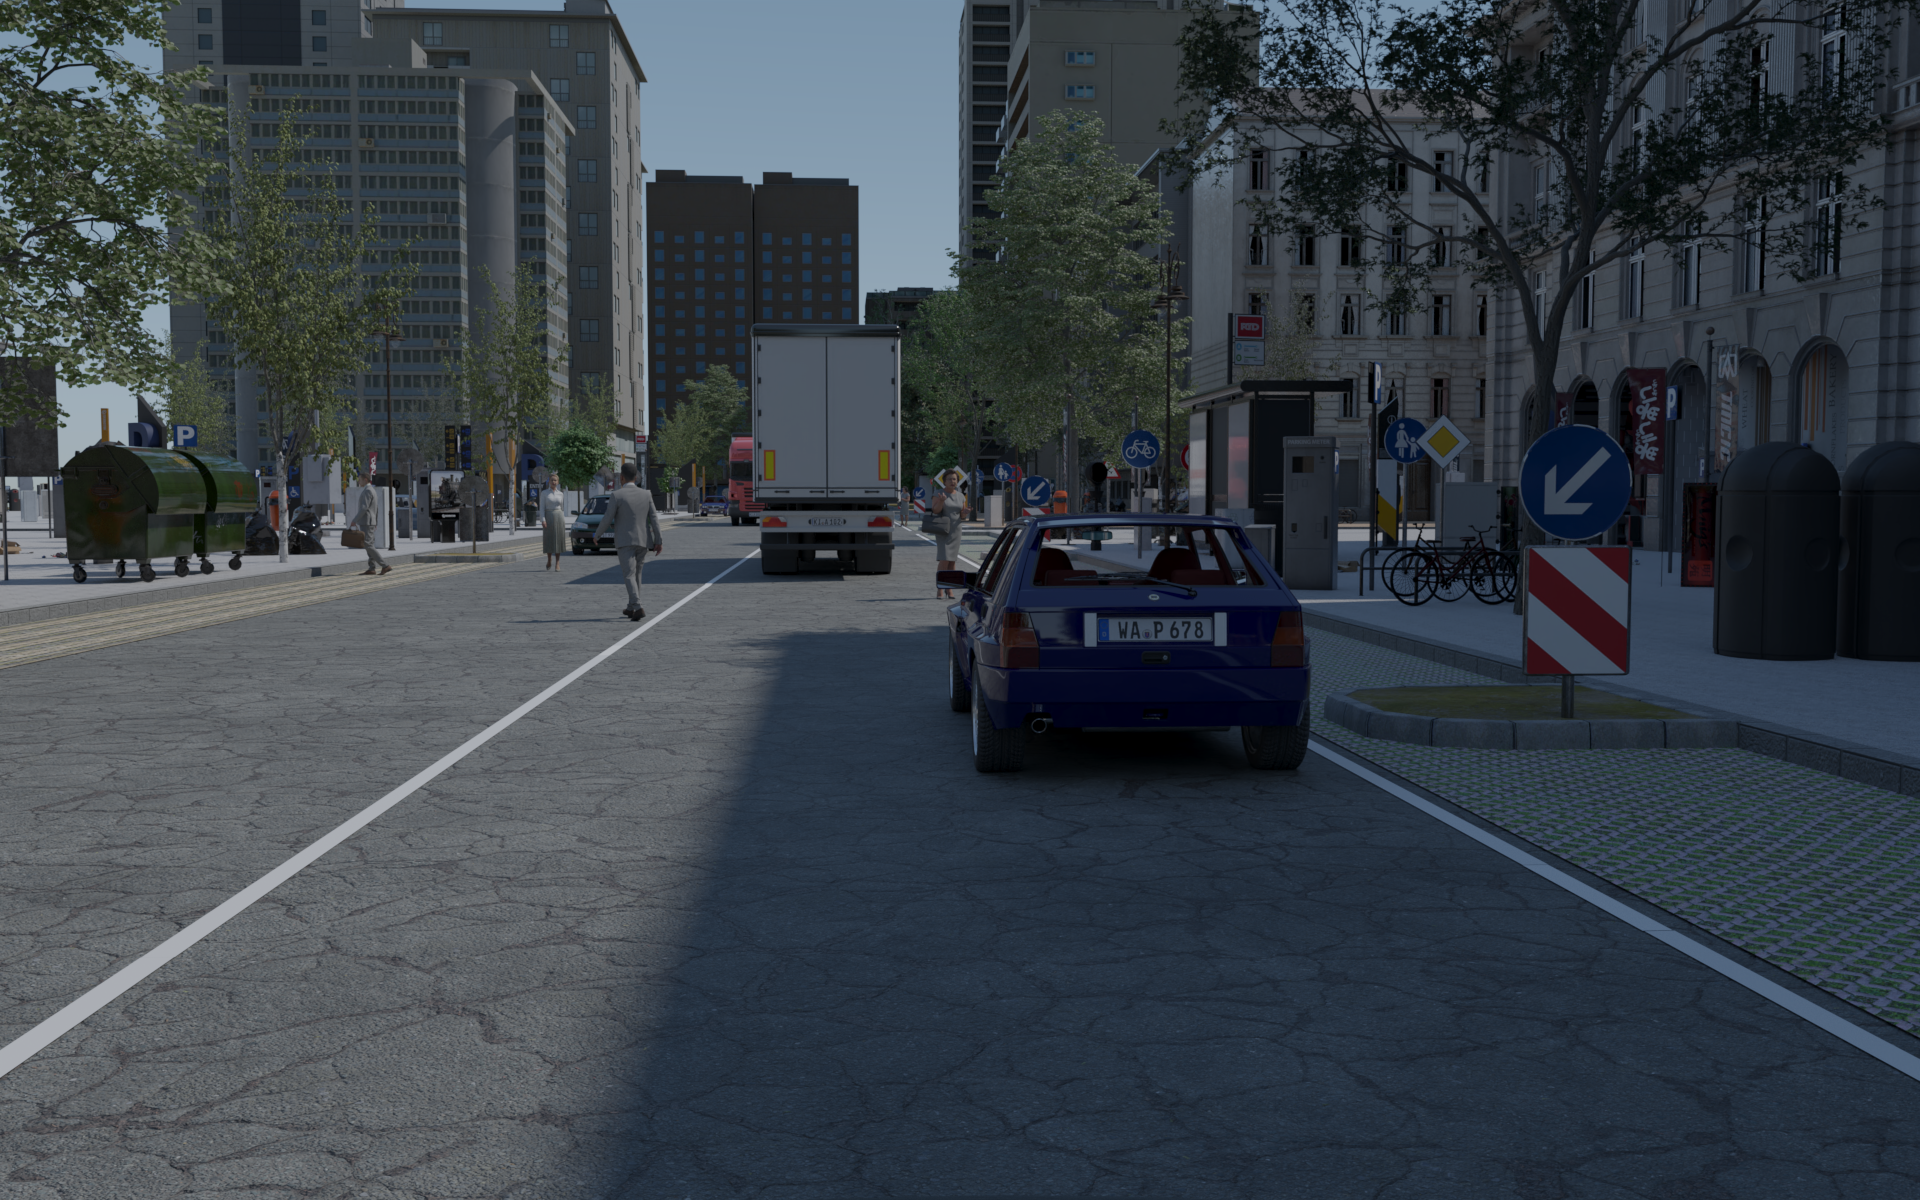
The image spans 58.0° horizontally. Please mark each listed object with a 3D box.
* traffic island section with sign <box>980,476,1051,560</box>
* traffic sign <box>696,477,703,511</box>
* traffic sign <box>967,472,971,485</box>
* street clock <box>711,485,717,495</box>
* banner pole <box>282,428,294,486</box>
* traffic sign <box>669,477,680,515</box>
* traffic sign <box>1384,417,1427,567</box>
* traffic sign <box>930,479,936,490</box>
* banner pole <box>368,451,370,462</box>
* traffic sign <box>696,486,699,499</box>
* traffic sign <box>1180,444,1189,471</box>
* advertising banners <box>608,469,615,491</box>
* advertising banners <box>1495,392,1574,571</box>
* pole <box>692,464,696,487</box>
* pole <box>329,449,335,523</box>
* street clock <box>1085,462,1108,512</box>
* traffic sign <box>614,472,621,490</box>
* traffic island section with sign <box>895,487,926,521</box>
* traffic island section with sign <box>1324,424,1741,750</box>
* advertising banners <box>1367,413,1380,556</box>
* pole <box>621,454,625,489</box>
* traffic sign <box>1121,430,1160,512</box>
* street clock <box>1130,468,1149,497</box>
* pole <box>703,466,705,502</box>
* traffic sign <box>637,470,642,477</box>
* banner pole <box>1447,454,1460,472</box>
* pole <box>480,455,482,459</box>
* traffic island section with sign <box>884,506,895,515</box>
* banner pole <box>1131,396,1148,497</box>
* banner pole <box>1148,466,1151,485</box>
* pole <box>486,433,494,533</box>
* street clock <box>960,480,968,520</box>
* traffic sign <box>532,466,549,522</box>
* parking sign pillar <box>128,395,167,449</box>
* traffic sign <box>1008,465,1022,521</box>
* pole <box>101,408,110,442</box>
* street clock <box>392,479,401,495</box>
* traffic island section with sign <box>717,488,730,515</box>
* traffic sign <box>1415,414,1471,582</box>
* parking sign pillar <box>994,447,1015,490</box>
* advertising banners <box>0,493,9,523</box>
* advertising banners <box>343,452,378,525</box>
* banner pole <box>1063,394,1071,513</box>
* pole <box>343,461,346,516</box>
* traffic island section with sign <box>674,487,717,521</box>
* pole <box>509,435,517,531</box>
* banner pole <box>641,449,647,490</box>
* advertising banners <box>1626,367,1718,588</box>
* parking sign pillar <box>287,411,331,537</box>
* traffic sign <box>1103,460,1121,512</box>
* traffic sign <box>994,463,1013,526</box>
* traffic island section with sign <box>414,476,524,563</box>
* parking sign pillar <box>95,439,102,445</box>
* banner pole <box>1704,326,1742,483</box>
[{"bbox_3d":[1.468,-1.785,37.815,1.989,1.847,2.006,0,4,-4],"label":"traffic island section with sign"},{"bbox_3d":[-19.278,-7.822,127.991,0.768,2.556,0.104,0,4,0],"label":"traffic sign"},{"bbox_3d":[0.650,-6.059,99.175,0.768,2.556,0.104,0,4,5],"label":"traffic sign"},{"bbox_3d":[-20.098,-8.374,141.476,0.358,2.002,0.471,2,4,29],"label":"street clock"},{"bbox_3d":[-25.638,-4.657,66.155,0.863,3.779,0.401,0,4,6],"label":"banner pole"},{"bbox_3d":[-17.099,-6.216,103.755,0.606,2.300,0.079,0,4,0],"label":"traffic sign"},{"bbox_3d":[7.425,-1.760,28.879,0.768,2.556,0.104,0,4,-4],"label":"traffic sign"},{"bbox_3d":[-1.668,-7.291,119.318,0.768,2.556,0.104,0,4,4],"label":"traffic sign"},{"bbox_3d":[-34.439,-6.815,101.444,0.401,3.779,0.863,1,4,12],"label":"banner pole"},{"bbox_3d":[-21.594,-8.731,142.852,0.768,2.556,0.104,0,4,-2],"label":"traffic sign"},{"bbox_3d":[5.739,-2.572,42.163,0.768,2.556,0.104,0,4,1],"label":"traffic sign"},{"bbox_3d":[-18.161,-5.955,93.549,2.074,3.025,0.090,0,4,7],"label":"advertising banners"},{"bbox_3d":[9.744,-2.025,29.292,2.074,3.025,0.090,-3,4,-37],"label":"advertising banners"},{"bbox_3d":[-17.915,-7.512,116.669,0.158,3.312,0.155,0,3,0],"label":"pole"},{"bbox_3d":[-28.308,-5.150,78.042,0.158,3.312,0.155,0,3,0],"label":"pole"},{"bbox_3d":[3.085,-2.118,39.206,0.471,2.002,0.358,-2,4,-24],"label":"street clock"},{"bbox_3d":[-19.990,-6.176,101.082,0.768,2.556,0.104,0,4,3],"label":"traffic sign"},{"bbox_3d":[-2.328,-5.187,93.432,1.989,1.847,2.006,0,4,-4],"label":"traffic island section with sign"},{"bbox_3d":[3.334,-0.120,10.597,1.989,1.847,2.006,0,4,-4],"label":"traffic island section with sign"},{"bbox_3d":[8.798,-2.490,36.898,0.090,3.025,2.074,0,4,8],"label":"advertising banners"},{"bbox_3d":[-17.071,-5.747,87.813,0.158,3.312,0.155,0,3,0],"label":"pole"},{"bbox_3d":[3.575,-2.094,34.345,0.768,2.556,0.104,0,4,2],"label":"traffic sign"},{"bbox_3d":[4.789,-2.547,46.214,0.471,2.002,0.358,1,4,14],"label":"street clock"},{"bbox_3d":[-18.878,-8.182,127.617,0.158,3.312,0.155,0,3,0],"label":"pole"},{"bbox_3d":[-17.016,-5.529,90.497,0.768,2.556,0.104,0,4,2],"label":"traffic sign"},{"bbox_3d":[22.511,-5.456,79.220,0.863,3.779,0.401,-1,4,-21],"label":"banner pole"},{"bbox_3d":[-25.124,-5.929,90.783,0.158,3.312,0.155,0,3,0],"label":"pole"},{"bbox_3d":[-4.156,-6.832,120.325,1.989,1.847,2.006,0,4,-4],"label":"traffic island section with sign"},{"bbox_3d":[4.475,-3.331,44.483,0.401,3.779,0.863,0,4,-5],"label":"banner pole"},{"bbox_3d":[6.523,-4.335,60.892,0.401,3.779,0.863,-1,4,-19],"label":"banner pole"},{"bbox_3d":[-15.618,-3.895,57.522,0.158,3.312,0.155,0,3,0],"label":"pole"},{"bbox_3d":[0.170,-4.944,85.402,0.358,2.002,0.471,2,4,28],"label":"street clock"},{"bbox_3d":[-19.064,-4.806,78.682,0.768,2.556,0.104,0,4,5],"label":"traffic sign"},{"bbox_3d":[-21.996,-3.577,46.950,1.447,3.967,1.447,3,4,38],"label":"parking sign pillar"},{"bbox_3d":[2.324,-4.601,75.332,0.768,2.556,0.104,0,4,1],"label":"traffic sign"},{"bbox_3d":[-20.277,-2.894,41.157,0.158,3.312,0.155,0,3,0],"label":"pole"},{"bbox_3d":[-27.842,-4.953,85.551,0.471,2.002,0.358,-1,4,-12],"label":"street clock"},{"bbox_3d":[-15.965,-6.754,119.050,1.989,1.847,2.006,0,4,-4],"label":"traffic island section with sign"},{"bbox_3d":[6.988,-1.464,25.116,0.795,2.450,0.064,0,4,2],"label":"traffic sign"},{"bbox_3d":[2.555,-6.561,95.736,1.447,3.967,1.447,1,4,14],"label":"parking sign pillar"},{"bbox_3d":[-43.259,-4.916,76.559,2.074,3.025,0.090,-2,4,-25],"label":"advertising banners"},{"bbox_3d":[-24.492,-4.567,70.850,0.090,3.025,2.074,1,4,22],"label":"advertising banners"},{"bbox_3d":[2.681,-3.277,43.591,0.401,3.779,0.863,-1,4,-9],"label":"banner pole"},{"bbox_3d":[-36.123,-6.597,101.710,0.158,3.312,0.155,0,3,0],"label":"pole"},{"bbox_3d":[-14.142,-5.109,92.156,1.989,1.847,2.006,0,4,-4],"label":"traffic island section with sign"},{"bbox_3d":[-15.319,-4.003,59.292,0.158,3.312,0.155,0,3,0],"label":"pole"},{"bbox_3d":[-17.601,-6.520,96.614,0.401,3.779,0.863,-3,4,-36],"label":"banner pole"},{"bbox_3d":[10.209,-1.685,23.744,2.074,3.025,0.090,1,4,21],"label":"advertising banners"},{"bbox_3d":[-19.780,-3.897,52.189,1.447,3.967,1.447,0,4,5],"label":"parking sign pillar"},{"bbox_3d":[5.028,-3.601,58.875,0.884,2.594,0.081,0,4,-1],"label":"traffic sign"},{"bbox_3d":[1.743,-4.279,70.061,0.768,2.556,0.104,0,4,0],"label":"traffic sign"},{"bbox_3d":[-10.358,-1.719,36.733,1.989,1.847,2.006,0,4,-4],"label":"traffic island section with sign"},{"bbox_3d":[-41.770,-5.804,83.365,1.447,3.967,1.447,1,4,8],"label":"parking sign pillar"},{"bbox_3d":[11.274,-2.186,25.762,0.401,3.779,0.863,-1,4,-17],"label":"banner pole"}]
